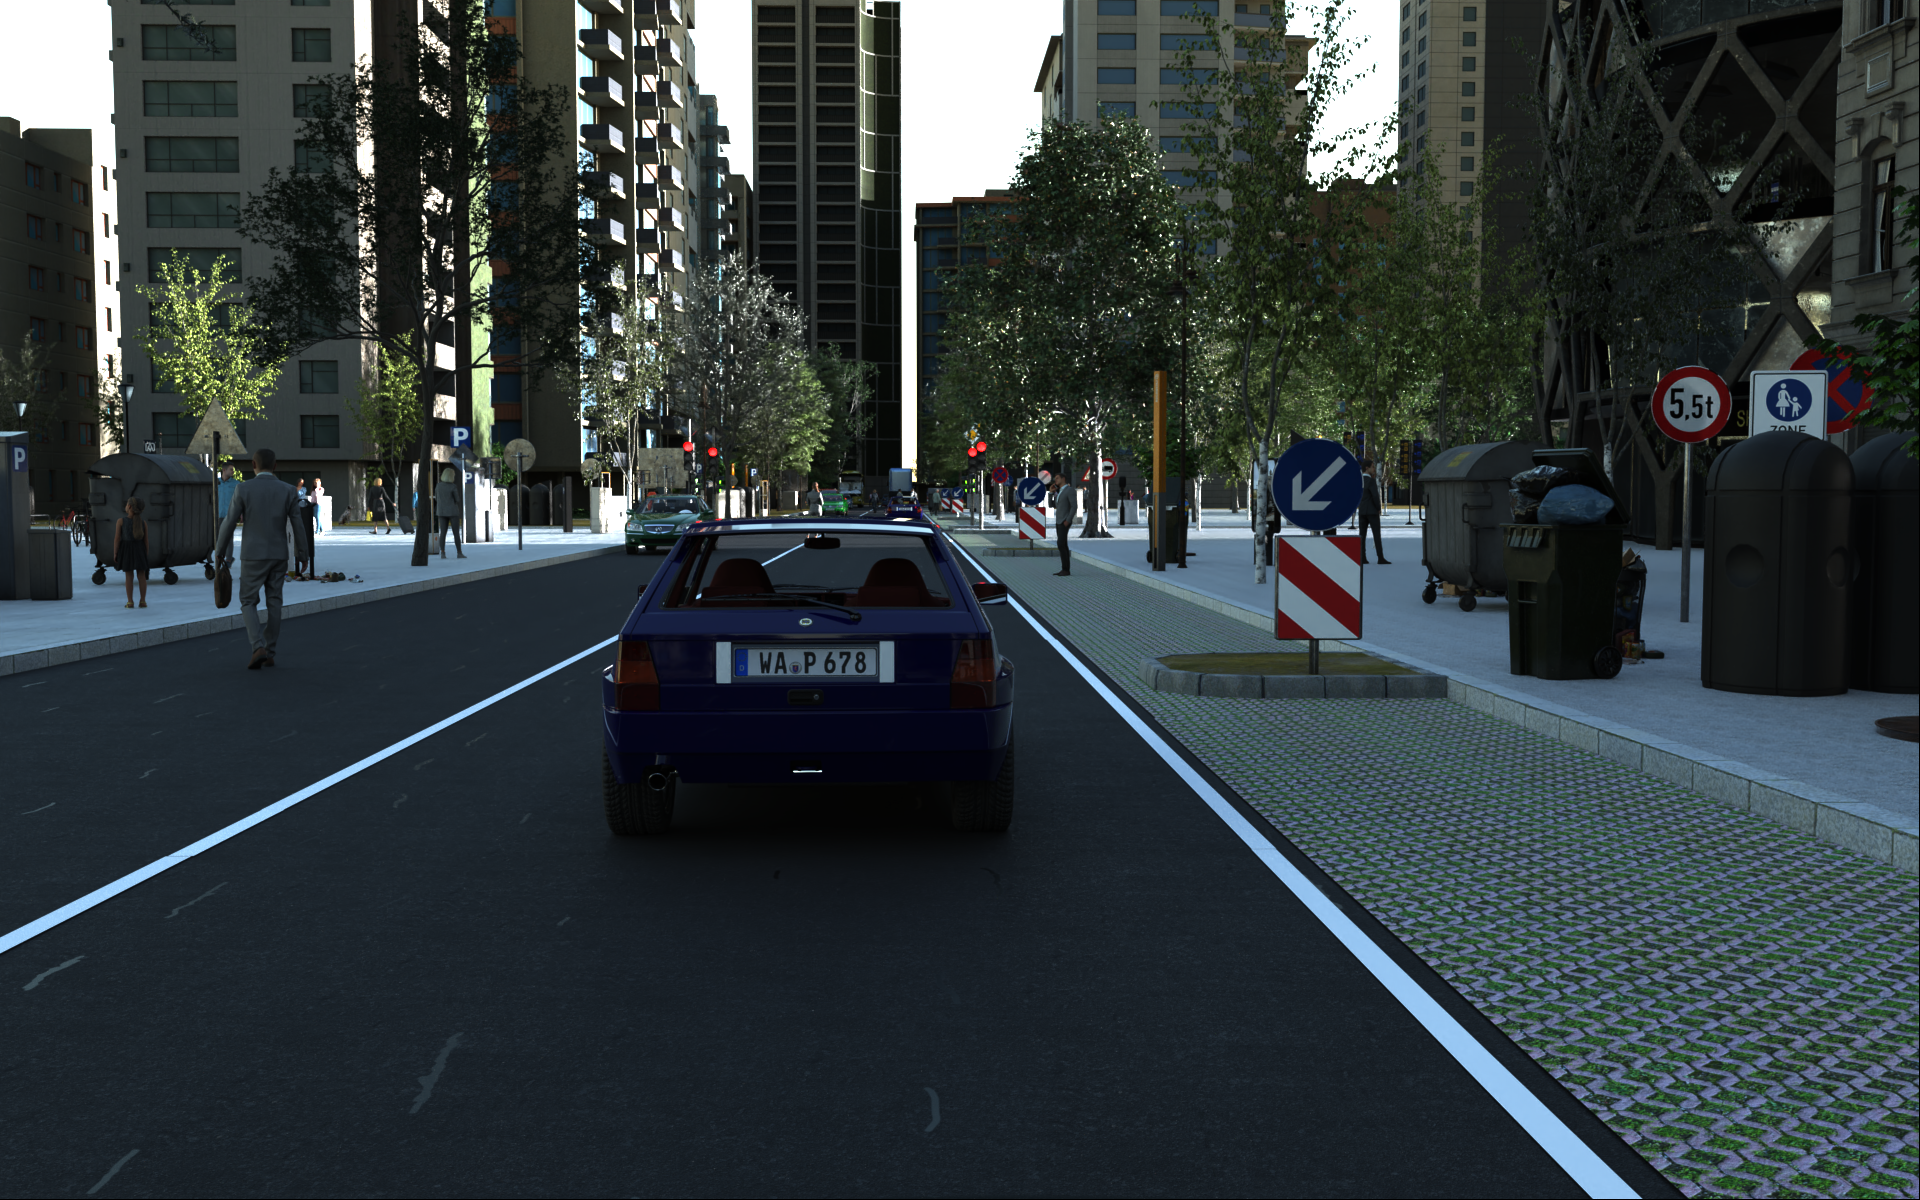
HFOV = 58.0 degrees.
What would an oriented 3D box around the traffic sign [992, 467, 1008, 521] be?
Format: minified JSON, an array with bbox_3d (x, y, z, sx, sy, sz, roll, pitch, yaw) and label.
[{"bbox_3d":[1.879,-4.951,81.060,0.768,2.556,0.104,0,4,7],"label":"traffic sign"}]

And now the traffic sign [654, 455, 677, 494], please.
[{"bbox_3d":[-9.708,-3.485,57.082,0.768,2.556,0.104,0,4,5],"label":"traffic sign"}]

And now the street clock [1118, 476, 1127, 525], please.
[{"bbox_3d":[6.642,-4.052,70.821,0.358,2.002,0.471,1,4,14],"label":"street clock"}]

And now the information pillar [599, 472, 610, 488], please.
[{"bbox_3d":[-11.941,-3.285,58.195,0.304,2.012,0.304,-2,4,-31],"label":"information pillar"}]

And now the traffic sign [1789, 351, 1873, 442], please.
[{"bbox_3d":[7.400,-0.901,14.834,0.768,2.556,0.104,0,4,3],"label":"traffic sign"}]

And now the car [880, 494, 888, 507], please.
[{"bbox_3d":[-7.763,-10.860,189.558,2.014,1.417,4.499,0,4,-4],"label":"car"}]

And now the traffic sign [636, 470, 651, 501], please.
[{"bbox_3d":[-13.545,-4.407,74.182,0.606,2.300,0.079,0,4,-1],"label":"traffic sign"}]

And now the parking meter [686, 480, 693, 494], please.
[{"bbox_3d":[-11.391,-4.131,73.252,0.399,1.863,0.255,-1,4,-9],"label":"parking meter"}]

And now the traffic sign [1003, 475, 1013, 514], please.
[{"bbox_3d":[3.108,-6.951,113.746,0.768,2.556,0.104,0,4,5],"label":"traffic sign"}]

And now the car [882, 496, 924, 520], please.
[{"bbox_3d":[-2.584,-4.059,78.943,1.945,1.354,3.894,0,4,-3],"label":"car"}]

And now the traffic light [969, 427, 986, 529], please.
[{"bbox_3d":[0.742,-4.511,62.680,0.839,4.253,0.868,0,4,-2],"label":"traffic light"}]

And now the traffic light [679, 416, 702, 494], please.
[{"bbox_3d":[-9.713,-4.490,62.327,0.839,4.253,0.868,0,4,-2],"label":"traffic light"}]

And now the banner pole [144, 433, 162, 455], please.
[{"bbox_3d":[-32.684,-4.913,70.342,0.863,3.779,0.401,-3,5,-40],"label":"banner pole"}]

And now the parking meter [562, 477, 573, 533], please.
[{"bbox_3d":[-13.118,-3.191,57.890,0.255,1.863,0.399,-2,4,-24],"label":"parking meter"}]

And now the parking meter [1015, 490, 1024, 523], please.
[{"bbox_3d":[2.658,-4.201,77.094,0.372,1.533,0.369,0,3,0],"label":"parking meter"}]

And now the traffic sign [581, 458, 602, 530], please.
[{"bbox_3d":[-13.079,-3.748,61.385,0.768,2.556,0.104,0,4,6],"label":"traffic sign"}]

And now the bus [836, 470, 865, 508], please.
[{"bbox_3d":[-11.528,-11.806,184.571,2.896,3.916,12.252,0,4,-2],"label":"bus"}]

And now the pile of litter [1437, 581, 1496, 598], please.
[{"bbox_3d":[6.645,-0.496,22.069,1.719,0.858,1.176,-1,4,-19],"label":"pile of litter"}]

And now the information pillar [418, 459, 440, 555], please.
[{"bbox_3d":[-11.225,-1.966,36.628,0.304,2.012,0.304,1,4,10],"label":"information pillar"}]

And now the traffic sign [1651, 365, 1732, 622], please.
[{"bbox_3d":[7.259,-1.050,17.274,0.768,2.556,0.104,0,4,7],"label":"traffic sign"}]

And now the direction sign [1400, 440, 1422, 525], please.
[{"bbox_3d":[18.828,-4.917,72.386,0.876,3.537,0.379,1,4,11],"label":"direction sign"}]

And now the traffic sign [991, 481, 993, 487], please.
[{"bbox_3d":[2.584,-7.739,126.534,0.884,2.594,0.081,0,4,6],"label":"traffic sign"}]

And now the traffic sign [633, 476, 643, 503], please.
[{"bbox_3d":[-14.028,-4.688,76.648,0.884,2.594,0.081,0,4,4],"label":"traffic sign"}]

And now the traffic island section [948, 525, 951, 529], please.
[{"bbox_3d":[0.525,-2.966,70.776,2.009,0.180,2.903,0,4,-2],"label":"traffic island section"}]

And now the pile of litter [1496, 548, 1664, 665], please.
[{"bbox_3d":[5.030,0.004,13.892,1.176,0.858,1.719,2,4,23],"label":"pile of litter"}]

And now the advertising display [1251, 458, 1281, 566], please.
[{"bbox_3d":[5.501,-1.584,31.116,0.123,1.923,0.974,-1,4,-15],"label":"advertising display"}]

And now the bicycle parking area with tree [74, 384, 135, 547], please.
[{"bbox_3d":[-24.192,-3.519,44.540,8.231,4.147,9.016,0,4,-7],"label":"bicycle parking area with tree"}]

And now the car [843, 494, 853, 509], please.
[{"bbox_3d":[-11.048,-9.282,163.770,2.014,1.417,4.499,0,4,-1],"label":"car"}]

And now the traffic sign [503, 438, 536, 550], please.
[{"bbox_3d":[-10.082,-2.418,39.643,0.768,2.556,0.104,0,4,6],"label":"traffic sign"}]

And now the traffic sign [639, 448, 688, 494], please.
[{"bbox_3d":[-13.025,-5.039,76.262,2.265,3.308,0.079,0,4,4],"label":"traffic sign"}]

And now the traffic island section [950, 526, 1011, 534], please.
[{"bbox_3d":[0.783,-2.478,62.795,2.009,0.180,2.903,0,4,-2],"label":"traffic island section"}]

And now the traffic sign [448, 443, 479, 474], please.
[{"bbox_3d":[-12.811,-2.750,44.692,0.795,2.593,0.064,0,4,2],"label":"traffic sign"}]

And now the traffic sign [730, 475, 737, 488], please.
[{"bbox_3d":[-15.171,-7.033,115.094,0.768,2.556,0.104,0,4,7],"label":"traffic sign"}]

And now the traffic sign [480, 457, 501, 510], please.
[{"bbox_3d":[-13.030,-2.811,48.083,0.606,2.300,0.079,0,4,5],"label":"traffic sign"}]

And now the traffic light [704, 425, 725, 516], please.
[{"bbox_3d":[-9.971,-4.978,70.308,0.839,4.253,0.868,0,4,-2],"label":"traffic light"}]

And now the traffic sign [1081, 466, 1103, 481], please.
[{"bbox_3d":[5.422,-4.361,71.312,0.884,2.594,0.081,0,4,1],"label":"traffic sign"}]

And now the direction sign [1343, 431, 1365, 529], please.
[{"bbox_3d":[14.271,-4.330,62.796,0.876,3.537,0.379,3,5,44],"label":"direction sign"}]

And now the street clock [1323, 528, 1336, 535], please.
[{"bbox_3d":[6.225,-1.502,29.135,0.471,2.002,0.358,3,4,36],"label":"street clock"}]

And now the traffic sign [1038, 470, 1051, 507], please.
[{"bbox_3d":[4.489,-5.652,92.508,0.768,2.556,0.104,0,4,7],"label":"traffic sign"}]

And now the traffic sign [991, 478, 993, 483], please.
[{"bbox_3d":[2.678,-7.845,128.370,0.768,2.556,0.104,0,4,3],"label":"traffic sign"}]

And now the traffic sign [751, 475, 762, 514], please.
[{"bbox_3d":[-13.397,-6.962,113.928,0.768,2.556,0.104,0,4,5],"label":"traffic sign"}]

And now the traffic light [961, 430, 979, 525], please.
[{"bbox_3d":[0.484,-4.999,70.660,0.839,4.253,0.868,0,4,-2],"label":"traffic light"}]

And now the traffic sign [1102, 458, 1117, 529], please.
[{"bbox_3d":[5.174,-3.738,61.229,0.768,2.556,0.104,0,4,7],"label":"traffic sign"}]

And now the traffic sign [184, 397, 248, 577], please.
[{"bbox_3d":[-9.934,-1.414,23.120,0.884,2.594,0.081,0,4,6],"label":"traffic sign"}]

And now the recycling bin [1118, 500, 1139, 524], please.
[{"bbox_3d":[7.173,-3.753,73.922,0.722,1.027,0.722,-1,4,-15],"label":"recycling bin"}]

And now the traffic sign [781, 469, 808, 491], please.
[{"bbox_3d":[-13.569,-9.030,141.509,2.265,3.308,0.079,0,4,1],"label":"traffic sign"}]

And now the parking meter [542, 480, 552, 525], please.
[{"bbox_3d":[-17.247,-4.072,72.292,0.399,1.863,0.255,0,4,7],"label":"parking meter"}]

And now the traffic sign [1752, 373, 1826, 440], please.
[{"bbox_3d":[6.862,-0.752,14.420,0.606,2.300,0.079,0,4,7],"label":"traffic sign"}]

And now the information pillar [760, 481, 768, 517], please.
[{"bbox_3d":[-10.695,-5.499,94.395,0.304,2.012,0.304,-3,4,-37],"label":"information pillar"}]
